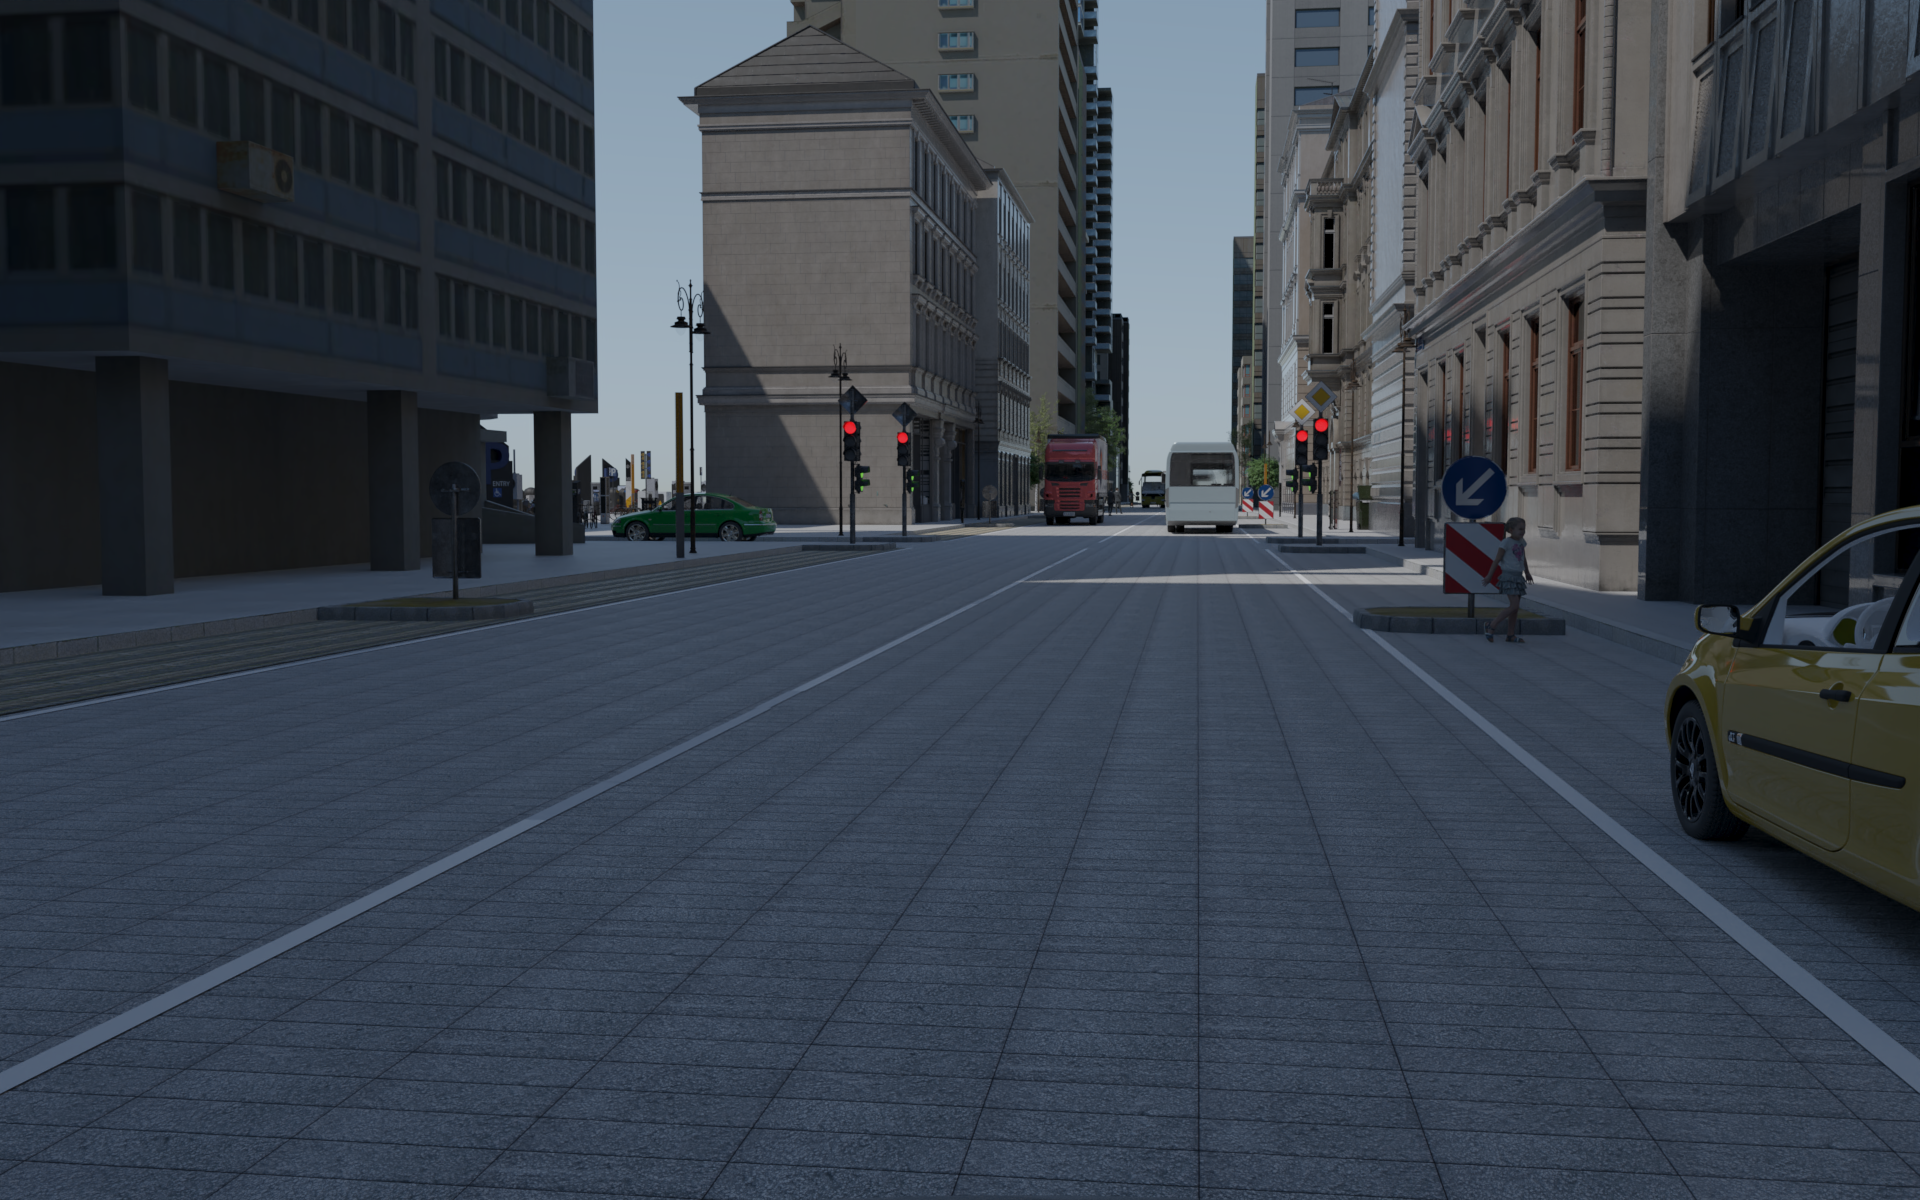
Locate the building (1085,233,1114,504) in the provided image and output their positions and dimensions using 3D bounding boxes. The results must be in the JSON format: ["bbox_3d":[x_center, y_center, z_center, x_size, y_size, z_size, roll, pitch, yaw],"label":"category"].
[{"bbox_3d":[3.516,-32.547,224.029,32.217,40.220,23.993,0,4,8],"label":"building"}]

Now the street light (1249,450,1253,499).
[{"bbox_3d":[27.930,-11.842,166.401,0.468,5.910,1.993,0,4,8],"label":"street light"}]

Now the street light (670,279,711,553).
[{"bbox_3d":[-5.799,-3.954,37.444,0.468,5.910,1.993,0,4,8],"label":"street light"}]

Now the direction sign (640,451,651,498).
[{"bbox_3d":[-16.455,-6.041,90.770,0.876,3.537,0.379,3,5,44],"label":"direction sign"}]

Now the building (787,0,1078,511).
[{"bbox_3d":[-1.971,-31.501,138.736,21.300,48.544,21.600,0,4,8],"label":"building"}]

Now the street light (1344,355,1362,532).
[{"bbox_3d":[13.103,-5.202,57.848,0.468,5.910,1.993,0,4,8],"label":"street light"}]

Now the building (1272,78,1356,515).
[{"bbox_3d":[27.980,-20.075,114.136,13.634,28.700,20.117,0,4,8],"label":"building"}]

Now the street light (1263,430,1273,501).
[{"bbox_3d":[22.279,-9.300,124.837,0.468,5.910,1.993,0,4,8],"label":"street light"}]

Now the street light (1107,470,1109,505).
[{"bbox_3d":[18.152,-14.631,212.011,0.468,5.910,1.993,0,4,8],"label":"street light"}]

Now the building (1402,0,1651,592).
[{"bbox_3d":[14.639,-11.921,31.071,11.583,22.565,21.152,0,4,8],"label":"building"}]

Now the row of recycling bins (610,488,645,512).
[{"bbox_3d":[-23.318,-7.042,122.250,3.534,1.692,1.069,-3,5,-40],"label":"row of recycling bins"}]

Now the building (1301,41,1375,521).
[{"bbox_3d":[24.556,-16.349,86.394,14.460,24.649,34.723,0,4,8],"label":"building"}]

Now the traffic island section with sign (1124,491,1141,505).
[{"bbox_3d":[23.087,-13.746,233.368,1.989,1.847,2.006,0,4,8],"label":"traffic island section with sign"}]

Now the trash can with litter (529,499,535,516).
[{"bbox_3d":[-14.250,-2.926,59.235,0.624,1.170,1.055,1,4,11],"label":"trash can with litter"}]

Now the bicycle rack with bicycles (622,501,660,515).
[{"bbox_3d":[-16.280,-4.342,84.380,2.925,0.926,2.852,0,4,-8],"label":"bicycle rack with bicycles"}]

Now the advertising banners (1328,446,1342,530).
[{"bbox_3d":[13.669,-4.085,62.973,0.090,3.025,2.074,2,4,24],"label":"advertising banners"}]

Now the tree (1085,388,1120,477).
[{"bbox_3d":[13.087,-16.244,183.714,7.486,12.596,7.792,0,3,0],"label":"tree"}]

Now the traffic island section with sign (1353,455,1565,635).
[{"bbox_3d":[5.295,-0.612,18.636,1.989,1.847,2.006,0,4,8],"label":"traffic island section with sign"}]

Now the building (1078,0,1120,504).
[{"bbox_3d":[12.205,-57.276,249.129,22.319,86.520,31.000,0,4,8],"label":"building"}]

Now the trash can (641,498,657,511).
[{"bbox_3d":[-12.779,-3.640,71.161,0.748,1.137,0.748,0,3,0],"label":"trash can"}]

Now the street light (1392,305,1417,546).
[{"bbox_3d":[10.856,-4.259,42.422,0.468,5.910,1.993,0,4,8],"label":"street light"}]

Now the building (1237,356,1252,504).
[{"bbox_3d":[51.033,-23.510,229.428,27.650,21.520,28.899,0,4,8],"label":"building"}]

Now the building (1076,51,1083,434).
[{"bbox_3d":[3.513,-28.905,156.185,14.154,41.232,14.086,0,4,8],"label":"building"}]

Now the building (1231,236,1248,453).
[{"bbox_3d":[50.174,-36.157,274.768,14.154,41.232,14.086,0,4,8],"label":"building"}]

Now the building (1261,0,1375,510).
[{"bbox_3d":[36.824,-37.128,149.035,21.231,58.520,28.212,0,4,8],"label":"building"}]

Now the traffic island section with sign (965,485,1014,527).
[{"bbox_3d":[1.302,-4.042,74.719,1.989,1.847,2.006,0,4,8],"label":"traffic island section with sign"}]

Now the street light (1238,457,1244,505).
[{"bbox_3d":[32.580,-13.921,200.390,0.468,5.910,1.993,0,4,8],"label":"street light"}]

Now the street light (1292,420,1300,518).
[{"bbox_3d":[17.632,-7.231,91.013,0.468,5.910,1.993,0,4,8],"label":"street light"}]

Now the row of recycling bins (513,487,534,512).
[{"bbox_3d":[-26.643,-5.843,102.640,3.534,1.692,1.069,-3,4,-39],"label":"row of recycling bins"}]

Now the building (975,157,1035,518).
[{"bbox_3d":[-1.334,-15.451,101.782,9.793,20.994,18.267,0,4,8],"label":"building"}]

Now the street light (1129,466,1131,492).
[{"bbox_3d":[27.292,-18.710,278.691,0.468,5.910,1.993,0,4,8],"label":"street light"}]

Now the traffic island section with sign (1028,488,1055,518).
[{"bbox_3d":[5.061,-5.720,102.141,1.989,1.847,2.006,0,4,8],"label":"traffic island section with sign"}]

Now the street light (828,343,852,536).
[{"bbox_3d":[-3.660,-4.913,53.119,0.468,5.910,1.993,0,4,8],"label":"street light"}]

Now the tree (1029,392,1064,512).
[{"bbox_3d":[5.525,-10.698,125.268,4.737,8.622,4.395,0,3,0],"label":"tree"}]

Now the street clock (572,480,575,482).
[{"bbox_3d":[-23.949,-6.341,108.242,0.471,2.002,0.358,-1,4,-12],"label":"street clock"}]

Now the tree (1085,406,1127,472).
[{"bbox_3d":[16.061,-16.982,203.405,9.928,11.665,9.643,0,3,0],"label":"tree"}]

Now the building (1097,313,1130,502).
[{"bbox_3d":[19.350,-30.656,272.930,14.160,30.474,14.107,0,4,8],"label":"building"}]

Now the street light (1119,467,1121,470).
[{"bbox_3d":[22.643,-16.658,245.150,0.468,5.910,1.993,0,4,8],"label":"street light"}]

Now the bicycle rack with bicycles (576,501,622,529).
[{"bbox_3d":[-14.560,-3.157,65.000,2.852,0.926,2.925,0,4,4],"label":"bicycle rack with bicycles"}]

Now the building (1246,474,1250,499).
[{"bbox_3d":[41.972,-45.834,187.643,20.563,71.187,20.611,0,4,8],"label":"building"}]

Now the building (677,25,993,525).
[{"bbox_3d":[-6.204,-13.575,72.861,10.553,20.767,40.483,0,4,8],"label":"building"}]

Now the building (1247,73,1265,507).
[{"bbox_3d":[35.996,-29.810,170.982,14.154,41.232,14.086,0,4,8],"label":"building"}]

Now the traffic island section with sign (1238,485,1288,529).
[{"bbox_3d":[12.712,-3.921,72.738,1.989,1.847,2.006,0,4,8],"label":"traffic island section with sign"}]

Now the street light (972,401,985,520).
[{"bbox_3d":[0.934,-6.939,86.245,0.468,5.910,1.993,0,4,8],"label":"street light"}]

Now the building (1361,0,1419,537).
[{"bbox_3d":[22.827,-13.769,54.008,19.941,23.489,11.050,0,4,8],"label":"building"}]

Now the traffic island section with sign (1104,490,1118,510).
[{"bbox_3d":[15.527,-10.379,178.322,1.989,1.847,2.006,0,4,8],"label":"traffic island section with sign"}]

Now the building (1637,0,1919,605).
[{"bbox_3d":[12.866,-11.726,9.741,12.078,24.808,19.932,0,4,8],"label":"building"}]

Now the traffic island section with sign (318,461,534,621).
[{"bbox_3d":[-6.146,-0.717,20.357,1.989,1.847,2.006,0,4,8],"label":"traffic island section with sign"}]

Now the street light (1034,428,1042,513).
[{"bbox_3d":[5.434,-8.973,119.497,0.468,5.910,1.993,0,4,8],"label":"street light"}]

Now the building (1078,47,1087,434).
[{"bbox_3d":[4.982,-31.804,170.108,14.600,45.320,14.200,0,4,8],"label":"building"}]

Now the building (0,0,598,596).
[{"bbox_3d":[-20.055,-20.755,31.228,23.993,40.220,32.217,0,4,8],"label":"building"}]

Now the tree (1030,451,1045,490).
[{"bbox_3d":[4.136,-8.012,114.711,4.285,4.588,4.351,0,3,0],"label":"tree"}]
